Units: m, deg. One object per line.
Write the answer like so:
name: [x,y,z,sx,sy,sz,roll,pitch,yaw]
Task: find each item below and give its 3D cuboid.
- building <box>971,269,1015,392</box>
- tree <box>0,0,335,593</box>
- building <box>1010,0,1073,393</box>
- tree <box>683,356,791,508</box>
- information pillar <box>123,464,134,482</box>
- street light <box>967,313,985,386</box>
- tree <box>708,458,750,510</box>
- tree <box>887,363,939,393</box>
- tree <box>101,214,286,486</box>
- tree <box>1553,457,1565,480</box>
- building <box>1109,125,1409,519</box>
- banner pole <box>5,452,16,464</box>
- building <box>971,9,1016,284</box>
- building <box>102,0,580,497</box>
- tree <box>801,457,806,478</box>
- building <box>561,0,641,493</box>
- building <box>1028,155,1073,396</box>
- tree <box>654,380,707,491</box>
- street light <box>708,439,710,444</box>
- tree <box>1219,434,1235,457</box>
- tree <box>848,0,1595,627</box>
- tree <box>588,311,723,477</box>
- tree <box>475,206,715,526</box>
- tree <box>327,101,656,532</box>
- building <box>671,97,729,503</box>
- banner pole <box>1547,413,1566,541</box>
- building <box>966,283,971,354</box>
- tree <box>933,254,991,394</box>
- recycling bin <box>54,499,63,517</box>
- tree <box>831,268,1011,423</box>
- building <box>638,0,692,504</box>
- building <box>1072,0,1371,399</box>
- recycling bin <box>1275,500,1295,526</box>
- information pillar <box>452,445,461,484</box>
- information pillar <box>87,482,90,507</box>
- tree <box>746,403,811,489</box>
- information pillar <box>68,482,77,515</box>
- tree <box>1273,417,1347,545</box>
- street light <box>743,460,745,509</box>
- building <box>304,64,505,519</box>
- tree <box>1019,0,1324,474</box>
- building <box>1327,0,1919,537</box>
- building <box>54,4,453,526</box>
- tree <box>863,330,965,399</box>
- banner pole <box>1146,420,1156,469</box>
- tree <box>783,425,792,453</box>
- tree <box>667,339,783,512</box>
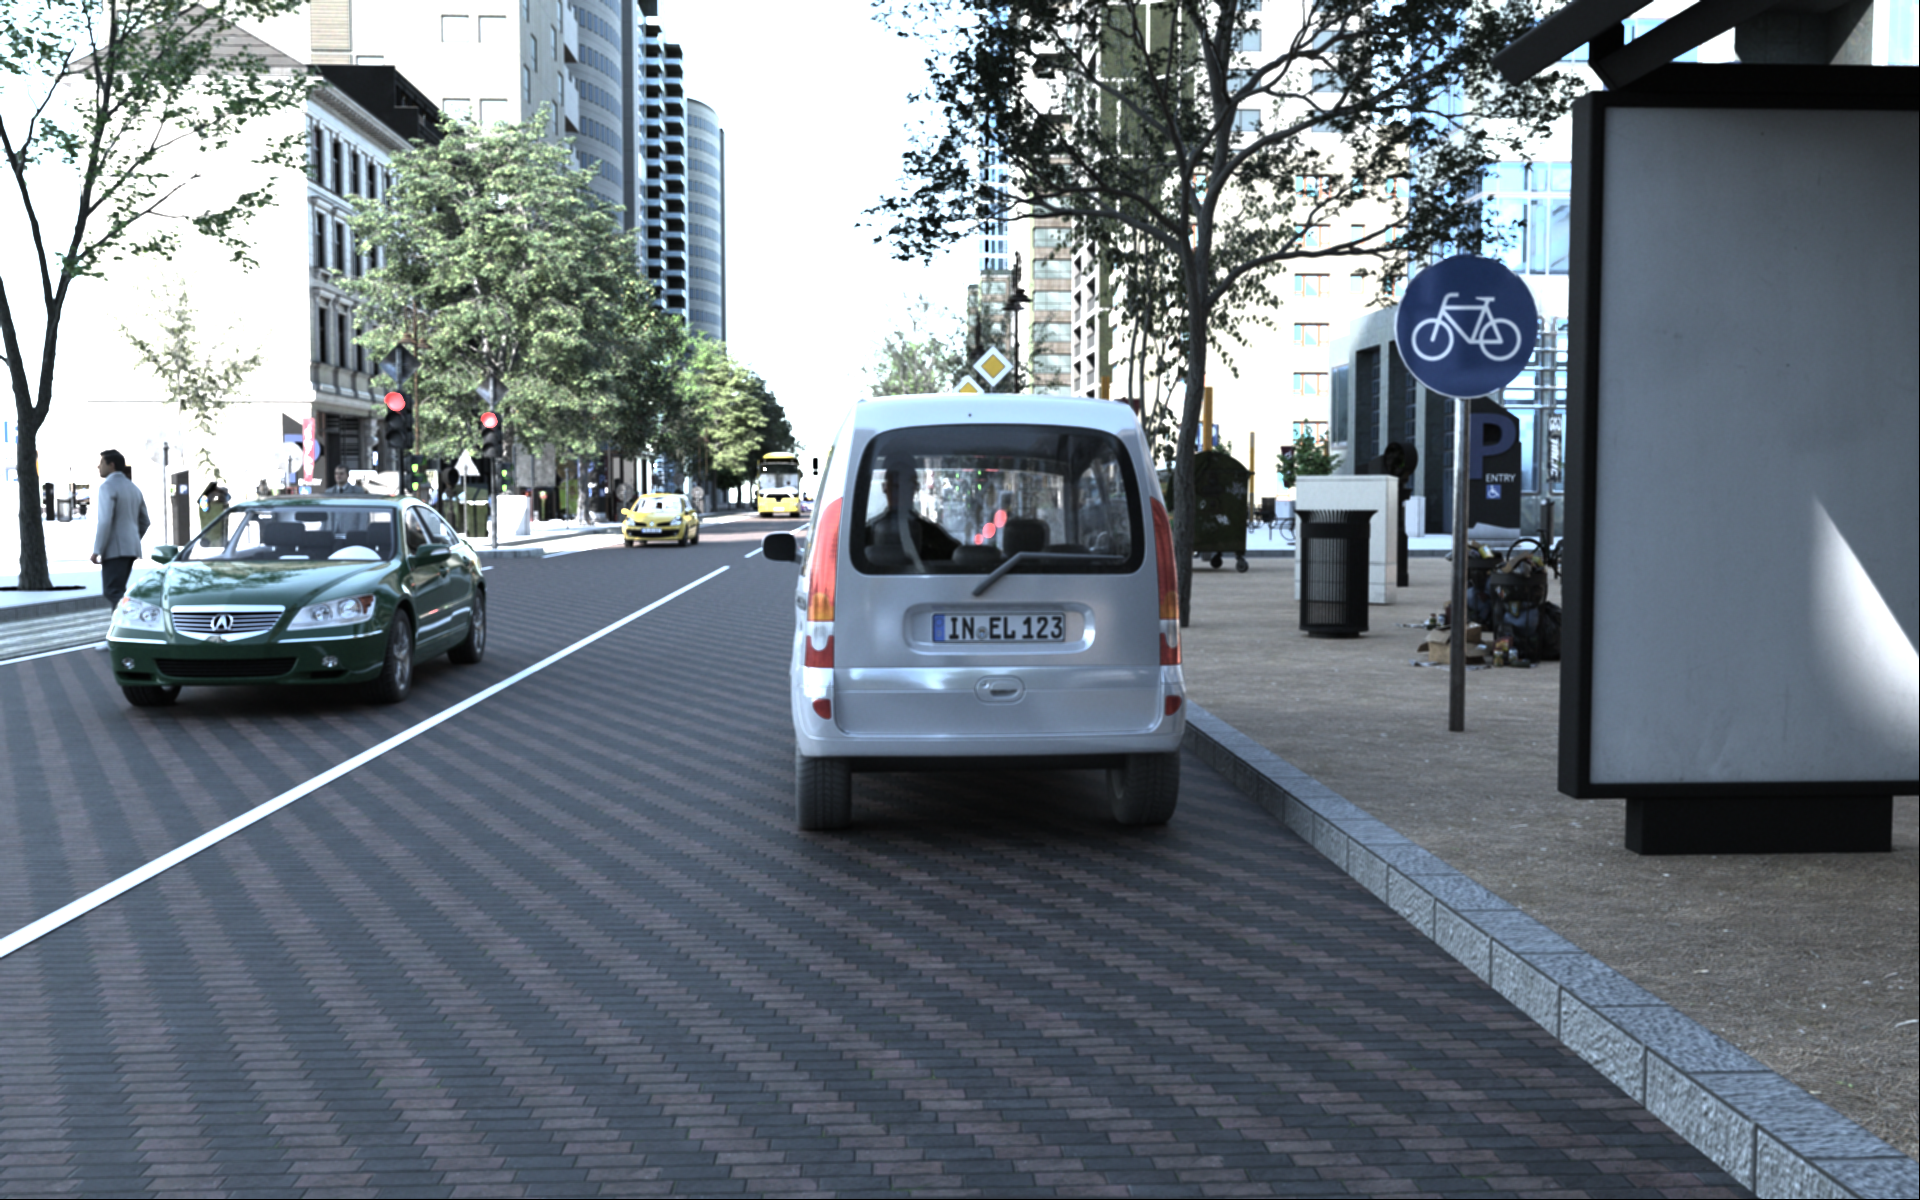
building: [9.270,-27.621,223.300,14.160,30.474,14.107,0,4,-3]
tree: [-12.352,-5.942,22.904,9.928,11.665,9.643,0,3,0]
building: [19.833,-35.392,167.894,28.713,52.752,27.495,0,4,-3]
tree: [-20.431,-15.444,159.170,9.857,13.997,8.962,0,3,0]
information pillar: [-20.388,-2.318,42.387,0.304,2.012,0.304,-3,4,-36]
street light: [0.459,-4.383,44.444,0.468,5.910,1.993,0,4,-3]
tree: [-18.305,-9.348,136.554,4.285,4.588,4.351,0,3,0]
tree: [-4.109,-14.127,147.990,9.611,12.733,9.660,0,3,0]
tree: [-20.621,-5.879,46.489,4.360,8.622,3.978,0,3,0]
tree: [16.578,-3.102,45.324,1.663,3.219,1.824,0,3,0]
building: [24.654,-15.786,103.133,27.650,21.520,28.899,0,4,-3]
banner pole: [-55.850,-6.858,102.139,0.863,3.779,0.401,-1,4,-19]
building: [10.550,-57.868,258.807,22.319,86.520,31.000,0,4,-3]
building: [-43.137,-32.872,126.690,28.713,52.752,27.495,0,4,-3]
tree: [-25.582,-19.202,264.313,4.737,8.622,4.395,0,3,0]
building: [-40.995,-37.476,154.733,21.231,58.520,28.212,0,4,-3]
building: [12.566,-22.930,146.610,14.160,30.474,14.107,0,4,-3]
tree: [-17.336,-9.535,106.257,4.360,8.622,3.978,0,3,0]
street light: [-17.103,-8.813,116.886,0.468,5.910,1.993,0,4,-3]
tree: [7.749,-3.471,51.355,1.663,3.219,1.824,0,3,0]
tree: [2.390,-5.009,16.308,7.601,10.594,8.767,1,4,20]
tree: [-17.074,-10.372,95.339,9.928,11.665,9.643,0,3,0]
tree: [-15.005,-9.291,68.913,9.611,12.733,9.660,0,3,0]
tree: [-14.728,-9.099,55.421,9.857,13.997,8.962,0,3,0]
building: [-45.630,-43.502,253.249,21.231,58.520,28.212,0,4,-3]
banner pole: [16.294,-3.491,47.088,0.401,3.779,0.863,-2,4,-35]
building: [7.731,-28.509,237.820,14.160,30.474,14.107,0,4,-3]
tree: [0.976,-6.299,53.350,4.360,8.622,3.978,0,3,0]
recycling bin: [-50.944,-5.192,97.439,0.722,1.027,0.722,3,5,45]
tree: [-2.151,-11.305,95.201,12.009,13.543,11.850,0,3,0]
building: [-45.576,-55.661,222.721,22.319,86.520,31.000,0,4,-3]
building: [17.550,-42.204,128.285,20.563,71.187,20.611,0,4,-3]
recycling bin: [13.152,-3.490,69.614,0.722,1.027,0.722,-3,5,-44]
information pillar: [-23.883,-5.555,82.183,0.183,3.616,0.504,2,4,26]
information pillar: [-55.128,-6.444,109.853,0.304,2.012,0.304,-3,5,-45]
tree: [-22.954,-18.046,212.051,9.611,12.733,9.660,0,3,0]
information pillar: [-53.310,-6.086,103.994,0.304,2.012,0.304,1,4,14]
tree: [8.626,-2.995,43.570,1.663,3.219,1.824,0,3,0]
street light: [-19.009,-10.972,152.175,0.468,5.910,1.993,0,4,-3]
building: [-33.446,-16.392,97.680,12.332,23.373,15.834,0,4,-3]
tree: [2.804,-4.512,24.138,4.360,8.622,3.978,0,3,0]
building: [30.013,-45.777,61.118,31.000,86.520,22.319,0,4,-3]
building: [-30.309,-13.387,69.782,10.553,20.767,40.483,0,4,-3]
tree: [-2.570,-11.173,108.427,9.928,11.665,9.643,0,3,0]
banner pole: [6.364,-4.172,58.229,0.863,3.779,0.401,-3,4,-36]
tree: [-20.474,-15.562,172.571,7.486,12.596,7.792,0,3,0]
tree: [-17.595,-12.758,126.726,7.486,12.596,7.792,0,3,0]
